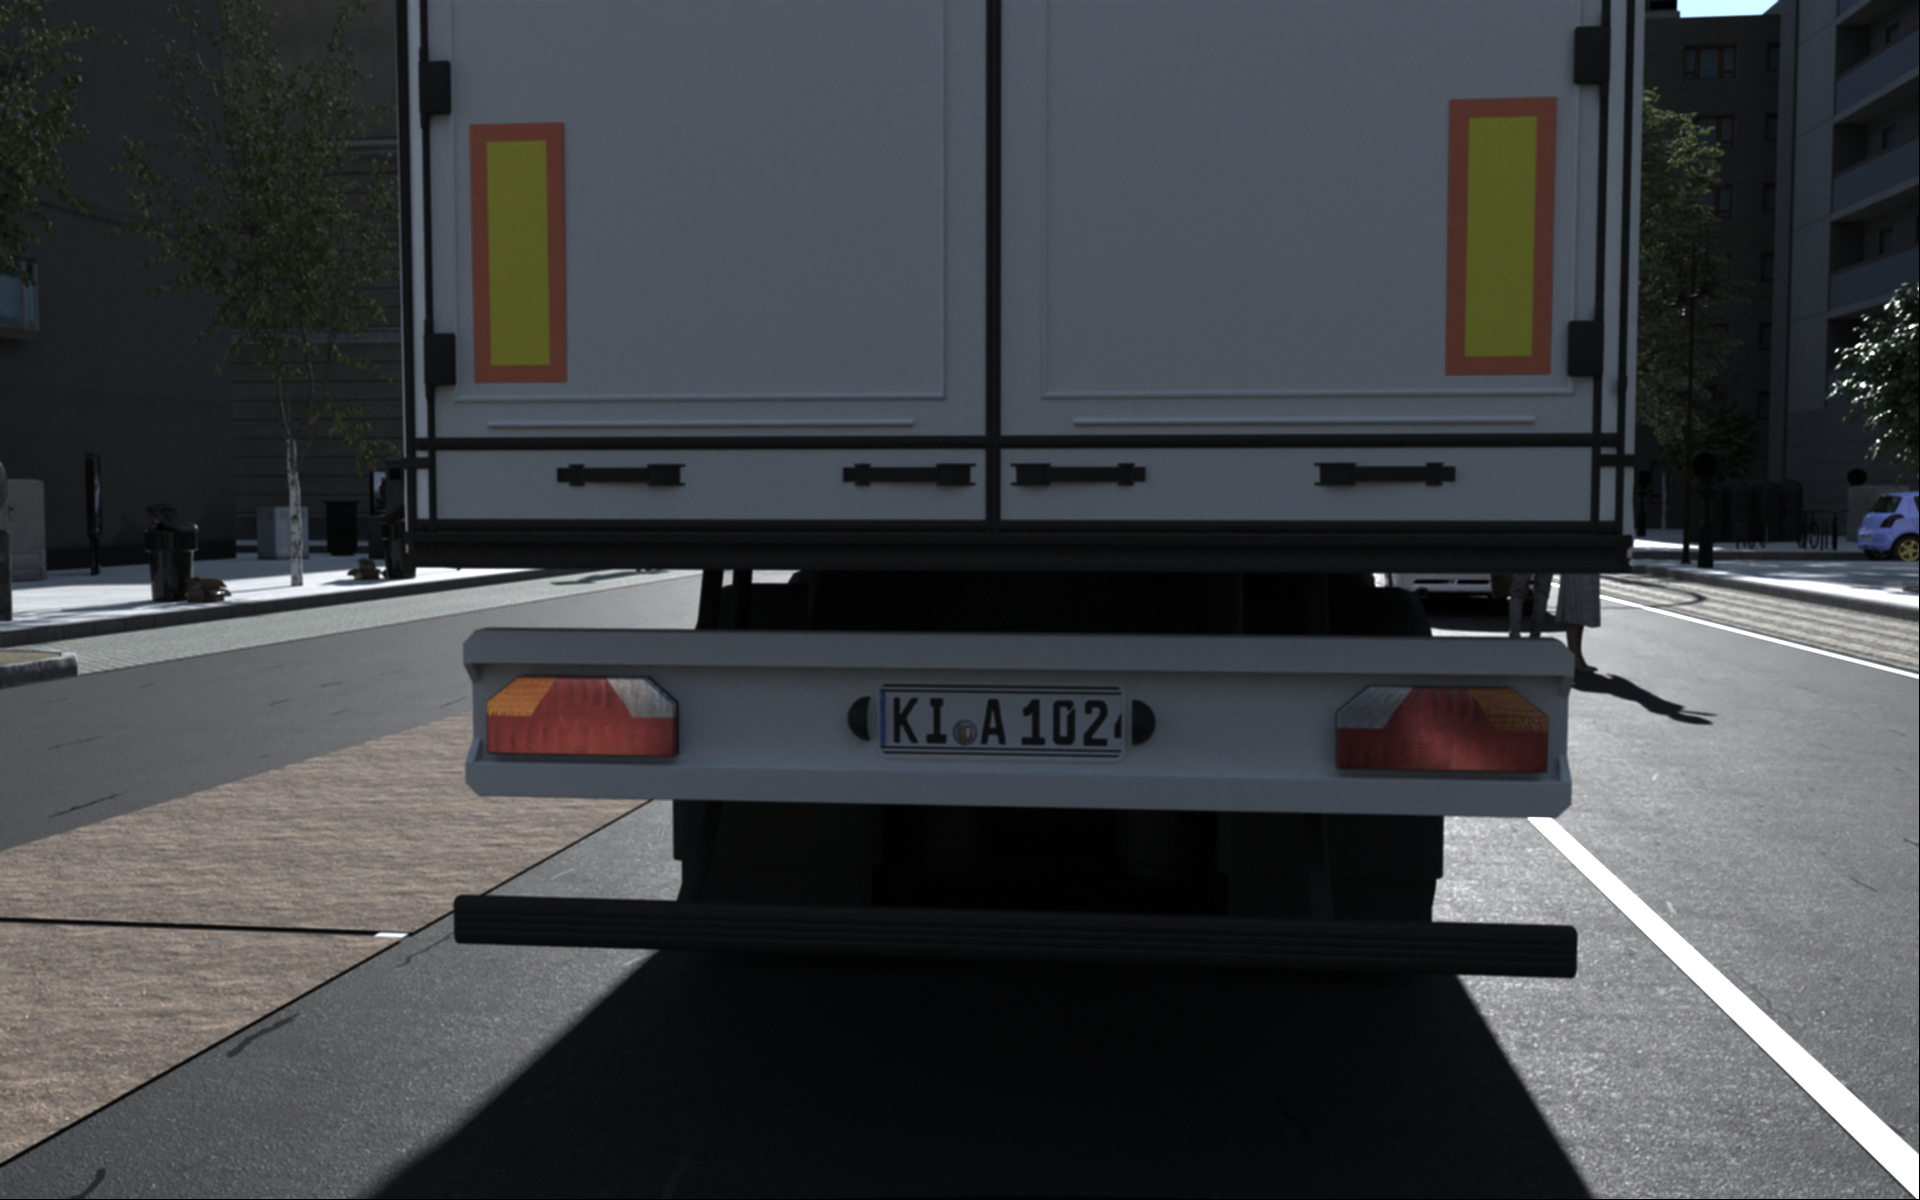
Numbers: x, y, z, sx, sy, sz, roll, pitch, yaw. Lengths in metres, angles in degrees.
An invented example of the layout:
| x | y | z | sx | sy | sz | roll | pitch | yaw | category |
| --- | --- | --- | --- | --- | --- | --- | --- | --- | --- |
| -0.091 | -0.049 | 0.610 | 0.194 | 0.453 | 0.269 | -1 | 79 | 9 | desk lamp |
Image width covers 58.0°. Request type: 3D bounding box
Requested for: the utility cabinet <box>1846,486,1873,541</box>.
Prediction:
| x | y | z | sx | sy | sz | roll | pitch | yaw | category |
| --- | --- | --- | --- | --- | --- | --- | --- | --- | --- |
| 24.113 | -2.281 | 45.970 | 0.318 | 1.500 | 1.173 | -1 | 4 | -16 | utility cabinet |

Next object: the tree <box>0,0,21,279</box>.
| x | y | z | sx | sy | sz | roll | pitch | yaw | category |
| --- | --- | --- | --- | --- | --- | --- | --- | --- | --- |
| -10.988 | -4.169 | 18.518 | 4.737 | 8.622 | 4.395 | 0 | 3 | 0 | tree |

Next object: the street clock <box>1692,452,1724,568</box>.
| x | y | z | sx | sy | sz | roll | pitch | yaw | category |
| --- | --- | --- | --- | --- | --- | --- | --- | --- | --- |
| 12.946 | -1.557 | 30.020 | 0.358 | 2.002 | 0.471 | -3 | 4 | -38 | street clock |

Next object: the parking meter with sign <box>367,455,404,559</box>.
| x | y | z | sx | sy | sz | roll | pitch | yaw | category |
| --- | --- | --- | --- | --- | --- | --- | --- | --- | --- |
| -10.867 | -2.306 | 33.958 | 1.738 | 3.016 | 0.543 | 2 | 4 | 25 | parking meter with sign |

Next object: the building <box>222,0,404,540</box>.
| x | y | z | sx | sy | sz | roll | pitch | yaw | category |
| --- | --- | --- | --- | --- | --- | --- | --- | --- | --- |
| -14.901 | -16.558 | 56.627 | 13.634 | 28.700 | 20.117 | 0 | 4 | 8 | building |

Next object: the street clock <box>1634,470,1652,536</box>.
| x | y | z | sx | sy | sz | roll | pitch | yaw | category |
| --- | --- | --- | --- | --- | --- | --- | --- | --- | --- |
| 20.637 | -2.926 | 52.404 | 0.471 | 2.002 | 0.358 | -1 | 4 | -16 | street clock |

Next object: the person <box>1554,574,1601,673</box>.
| x | y | z | sx | sy | sz | roll | pitch | yaw | category |
| --- | --- | --- | --- | --- | --- | --- | --- | --- | --- |
| 5.079 | -0.298 | 13.937 | 0.524 | 1.755 | 0.480 | 2 | 4 | 31 | person |

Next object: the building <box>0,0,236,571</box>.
| x | y | z | sx | sy | sz | roll | pitch | yaw | category |
| --- | --- | --- | --- | --- | --- | --- | --- | --- | --- |
| -26.314 | -24.485 | 24.035 | 21.600 | 48.544 | 21.300 | 0 | 4 | 8 | building |

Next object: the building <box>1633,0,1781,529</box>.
| x | y | z | sx | sy | sz | roll | pitch | yaw | category |
| --- | --- | --- | --- | --- | --- | --- | --- | --- | --- |
| 36.518 | -14.144 | 76.302 | 27.650 | 21.520 | 28.899 | 0 | 4 | 8 | building |

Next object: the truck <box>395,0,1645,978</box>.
| x | y | z | sx | sy | sz | roll | pitch | yaw | category |
| --- | --- | --- | --- | --- | --- | --- | --- | --- | --- |
| 0.707 | -1.219 | 8.848 | 2.839 | 4.237 | 11.283 | 0 | 4 | 7 | truck |

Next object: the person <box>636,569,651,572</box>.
| x | y | z | sx | sy | sz | roll | pitch | yaw | category |
| --- | --- | --- | --- | --- | --- | --- | --- | --- | --- |
| -5.909 | -1.410 | 31.982 | 0.576 | 1.772 | 0.534 | -1 | 4 | -11 | person |

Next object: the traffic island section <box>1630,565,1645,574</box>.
| x | y | z | sx | sy | sz | roll | pitch | yaw | category |
| --- | --- | --- | --- | --- | --- | --- | --- | --- | --- |
| 11.464 | -0.629 | 32.572 | 2.009 | 0.180 | 2.903 | 0 | 4 | 8 | traffic island section |

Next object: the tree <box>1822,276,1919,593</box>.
| x | y | z | sx | sy | sz | roll | pitch | yaw | category |
| --- | --- | --- | --- | --- | --- | --- | --- | --- | --- |
| 13.141 | -2.381 | 22.648 | 4.285 | 4.588 | 4.351 | 0 | 3 | 0 | tree |

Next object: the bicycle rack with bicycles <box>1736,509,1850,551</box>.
| x | y | z | sx | sy | sz | roll | pitch | yaw | category |
| --- | --- | --- | --- | --- | --- | --- | --- | --- | --- |
| 19.486 | -1.670 | 40.685 | 2.852 | 0.926 | 2.925 | 2 | 4 | 31 | bicycle rack with bicycles |

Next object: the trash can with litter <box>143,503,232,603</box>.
| x | y | z | sx | sy | sz | roll | pitch | yaw | category |
| --- | --- | --- | --- | --- | --- | --- | --- | --- | --- |
| -9.221 | -0.572 | 20.743 | 1.055 | 1.170 | 0.624 | 1 | 4 | 19 | trash can with litter |

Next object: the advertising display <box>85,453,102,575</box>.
| x | y | z | sx | sy | sz | roll | pitch | yaw | category |
| --- | --- | --- | --- | --- | --- | --- | --- | --- | --- |
| -13.829 | -1.373 | 27.668 | 0.123 | 1.923 | 0.974 | -1 | 4 | -21 | advertising display |

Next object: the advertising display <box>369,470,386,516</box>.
| x | y | z | sx | sy | sz | roll | pitch | yaw | category |
| --- | --- | --- | --- | --- | --- | --- | --- | --- | --- |
| -15.387 | -2.515 | 46.340 | 0.123 | 1.923 | 0.974 | 2 | 4 | 25 | advertising display |

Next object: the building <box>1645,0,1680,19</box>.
| x | y | z | sx | sy | sz | roll | pitch | yaw | category |
| --- | --- | --- | --- | --- | --- | --- | --- | --- | --- |
| 34.725 | -20.446 | 105.991 | 14.160 | 30.474 | 14.107 | 0 | 4 | 8 | building |

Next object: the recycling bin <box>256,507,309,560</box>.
| x | y | z | sx | sy | sz | roll | pitch | yaw | category |
| --- | --- | --- | --- | --- | --- | --- | --- | --- | --- |
| -13.342 | -1.319 | 34.123 | 0.722 | 1.027 | 0.722 | 3 | 4 | 38 | recycling bin |

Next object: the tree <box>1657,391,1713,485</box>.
| x | y | z | sx | sy | sz | roll | pitch | yaw | category |
| --- | --- | --- | --- | --- | --- | --- | --- | --- | --- |
| 23.940 | -4.375 | 55.244 | 4.285 | 4.588 | 4.351 | 0 | 3 | 0 | tree |

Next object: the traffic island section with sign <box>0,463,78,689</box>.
| x | y | z | sx | sy | sz | roll | pitch | yaw | category |
| --- | --- | --- | --- | --- | --- | --- | --- | --- | --- |
| -7.984 | -0.282 | 13.247 | 1.989 | 1.847 | 2.006 | 0 | 4 | 8 | traffic island section with sign |

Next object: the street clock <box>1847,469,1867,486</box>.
| x | y | z | sx | sy | sz | roll | pitch | yaw | category |
| --- | --- | --- | --- | --- | --- | --- | --- | --- | --- |
| 25.698 | -2.757 | 49.655 | 0.471 | 2.002 | 0.358 | 3 | 5 | 44 | street clock |

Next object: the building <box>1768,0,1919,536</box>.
| x | y | z | sx | sy | sz | roll | pitch | yaw | category |
| --- | --- | --- | --- | --- | --- | --- | --- | --- | --- |
| 40.543 | -30.915 | 47.452 | 28.212 | 58.520 | 21.231 | 0 | 4 | 8 | building |

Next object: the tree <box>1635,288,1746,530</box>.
| x | y | z | sx | sy | sz | roll | pitch | yaw | category |
| --- | --- | --- | --- | --- | --- | --- | --- | --- | --- |
| 24.985 | -6.763 | 60.931 | 4.360 | 8.622 | 3.978 | 0 | 3 | 0 | tree |

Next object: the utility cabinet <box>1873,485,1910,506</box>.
| x | y | z | sx | sy | sz | roll | pitch | yaw | category |
| --- | --- | --- | --- | --- | --- | --- | --- | --- | --- |
| 23.530 | -2.142 | 43.694 | 0.318 | 1.500 | 1.173 | 0 | 4 | 4 | utility cabinet |

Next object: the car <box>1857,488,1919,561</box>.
| x | y | z | sx | sy | sz | roll | pitch | yaw | category |
| --- | --- | --- | --- | --- | --- | --- | --- | --- | --- |
| 20.531 | -1.587 | 35.534 | 3.694 | 1.707 | 1.945 | 0 | 4 | 7 | car |

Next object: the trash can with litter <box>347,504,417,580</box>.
| x | y | z | sx | sy | sz | roll | pitch | yaw | category |
| --- | --- | --- | --- | --- | --- | --- | --- | --- | --- |
| -8.656 | -0.902 | 26.142 | 1.055 | 1.170 | 0.624 | -3 | 5 | -40 | trash can with litter |

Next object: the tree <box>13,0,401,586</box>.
| x | y | z | sx | sy | sz | roll | pitch | yaw | category |
| --- | --- | --- | --- | --- | --- | --- | --- | --- | --- |
| -9.265 | -4.488 | 23.749 | 4.737 | 8.622 | 4.395 | 0 | 3 | 0 | tree |

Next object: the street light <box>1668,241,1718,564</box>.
| x | y | z | sx | sy | sz | roll | pitch | yaw | category |
| --- | --- | --- | --- | --- | --- | --- | --- | --- | --- |
| 13.413 | -3.611 | 31.826 | 0.468 | 5.910 | 1.993 | 0 | 4 | 8 | street light |

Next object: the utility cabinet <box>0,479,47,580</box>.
| x | y | z | sx | sy | sz | roll | pitch | yaw | category |
| --- | --- | --- | --- | --- | --- | --- | --- | --- | --- |
| -14.008 | -1.015 | 25.278 | 0.318 | 1.500 | 1.173 | 2 | 4 | 34 | utility cabinet |

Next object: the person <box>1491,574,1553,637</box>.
| x | y | z | sx | sy | sz | roll | pitch | yaw | category |
| --- | --- | --- | --- | --- | --- | --- | --- | --- | --- |
| 5.073 | -0.411 | 15.347 | 0.709 | 1.813 | 0.853 | 1 | 4 | 20 | person |

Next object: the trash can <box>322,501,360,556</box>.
| x | y | z | sx | sy | sz | roll | pitch | yaw | category |
| --- | --- | --- | --- | --- | --- | --- | --- | --- | --- |
| -12.877 | -1.494 | 36.087 | 0.748 | 1.137 | 0.748 | 0 | 3 | 0 | trash can |

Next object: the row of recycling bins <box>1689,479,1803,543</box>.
| x | y | z | sx | sy | sz | roll | pitch | yaw | category |
| --- | --- | --- | --- | --- | --- | --- | --- | --- | --- |
| 21.125 | -2.408 | 46.480 | 3.534 | 1.692 | 1.069 | -1 | 4 | -19 | row of recycling bins |

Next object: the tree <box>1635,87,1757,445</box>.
| x | y | z | sx | sy | sz | roll | pitch | yaw | category |
| --- | --- | --- | --- | --- | --- | --- | --- | --- | --- |
| 16.962 | -7.793 | 45.535 | 7.486 | 12.596 | 7.792 | 0 | 3 | 0 | tree |

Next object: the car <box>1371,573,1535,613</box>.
| x | y | z | sx | sy | sz | roll | pitch | yaw | category |
| --- | --- | --- | --- | --- | --- | --- | --- | --- | --- |
| 6.339 | -0.609 | 22.322 | 2.083 | 1.381 | 4.827 | 1 | 4 | 9 | car |
